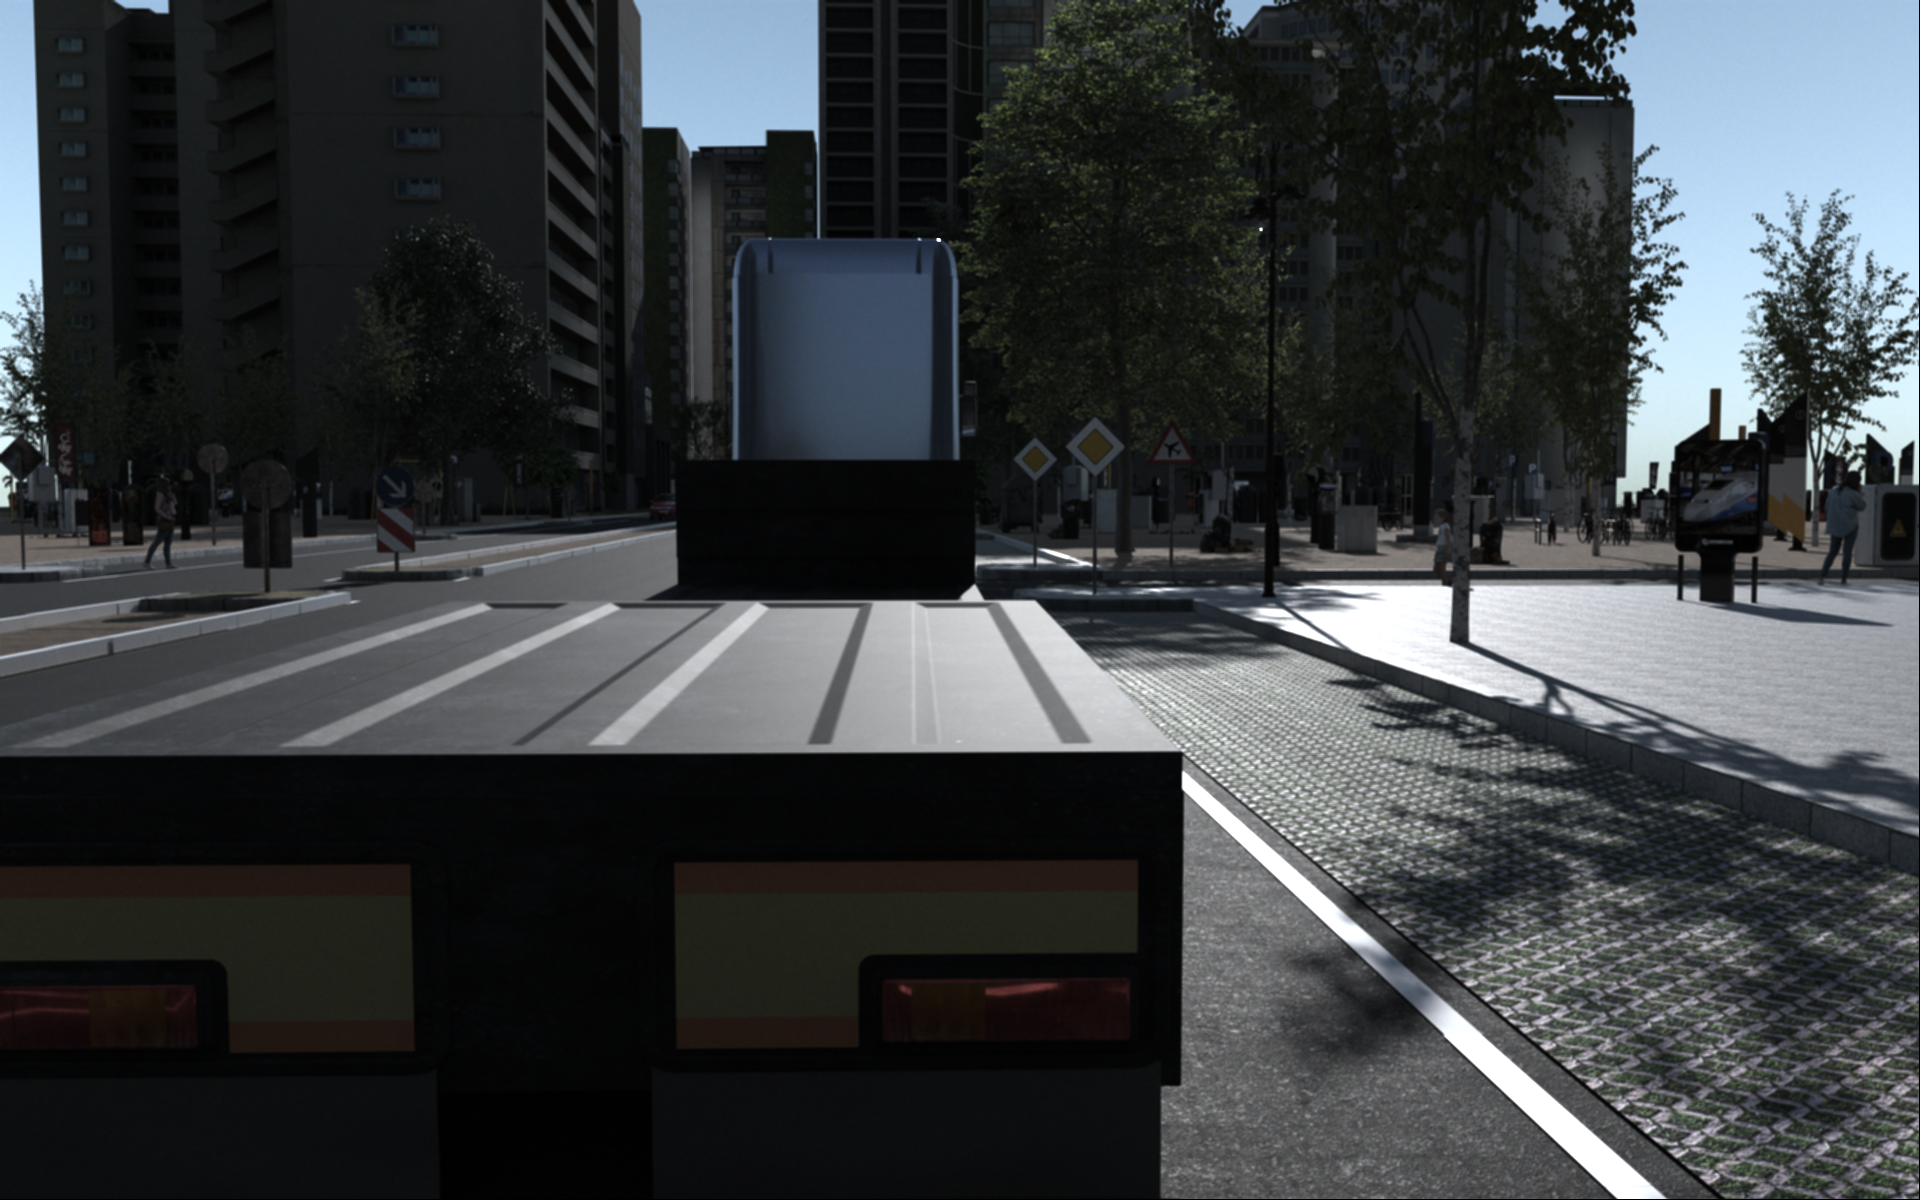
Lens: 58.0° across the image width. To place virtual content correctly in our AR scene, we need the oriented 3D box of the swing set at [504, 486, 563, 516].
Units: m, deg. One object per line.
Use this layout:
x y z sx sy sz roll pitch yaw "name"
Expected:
-25.085 -6.342 101.308 3.119 2.851 2.862 0 4 -2 "swing set"

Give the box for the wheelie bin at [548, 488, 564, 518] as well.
-21.466 -5.162 92.308 0.980 1.594 0.693 -1 4 -15 "wheelie bin"

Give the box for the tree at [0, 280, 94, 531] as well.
-31.195 -6.724 60.295 4.737 8.622 4.395 0 3 0 "tree"

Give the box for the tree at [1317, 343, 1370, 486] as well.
12.959 -7.156 67.357 4.360 8.622 3.978 0 3 0 "tree"

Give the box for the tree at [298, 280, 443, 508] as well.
-20.162 -6.676 59.514 4.360 8.622 3.978 0 3 0 "tree"

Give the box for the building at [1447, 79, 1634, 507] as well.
57.853 -30.035 174.660 14.086 41.232 14.154 0 4 -3 "building"

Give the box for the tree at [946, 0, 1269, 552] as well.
3.252 -7.341 38.153 7.486 12.596 7.792 0 3 0 "tree"

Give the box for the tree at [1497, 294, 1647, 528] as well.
23.132 -6.990 64.647 4.360 8.622 3.978 0 3 0 "tree"

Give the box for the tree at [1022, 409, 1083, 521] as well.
4.510 -8.115 83.042 4.360 8.622 3.978 0 3 0 "tree"

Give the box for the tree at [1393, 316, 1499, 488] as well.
20.964 -7.389 71.168 4.360 8.622 3.978 0 3 0 "tree"

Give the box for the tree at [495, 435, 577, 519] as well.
-22.259 -6.437 88.967 4.285 4.588 4.351 0 3 0 "tree"

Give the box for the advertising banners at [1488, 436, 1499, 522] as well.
16.510 -3.510 53.573 0.090 3.025 2.074 1 4 11 "advertising banners"

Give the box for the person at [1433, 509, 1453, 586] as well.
6.995 -0.693 24.839 0.382 1.210 0.505 0 4 2 "person"

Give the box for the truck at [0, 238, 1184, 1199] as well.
-1.046 -1.392 12.513 2.967 4.110 18.799 0 4 -2 "truck"

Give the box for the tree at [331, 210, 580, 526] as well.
-20.862 -9.383 70.415 9.611 12.733 9.660 0 3 0 "tree"

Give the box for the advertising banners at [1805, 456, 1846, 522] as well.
40.302 -5.183 80.932 0.090 3.025 2.074 -3 5 -39 "advertising banners"

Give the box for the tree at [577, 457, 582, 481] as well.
-22.779 -6.909 96.674 4.285 4.588 4.351 0 3 0 "tree"

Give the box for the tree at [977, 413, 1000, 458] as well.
-0.845 -10.675 108.953 8.767 10.594 7.601 -2 4 -31 "tree"

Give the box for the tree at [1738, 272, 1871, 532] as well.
28.202 -6.608 58.400 4.360 8.622 3.978 0 3 0 "tree"

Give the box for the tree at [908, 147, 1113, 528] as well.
1.789 -9.659 64.584 9.857 13.997 8.962 0 3 0 "tree"

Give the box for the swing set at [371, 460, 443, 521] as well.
-25.800 -5.079 80.666 3.119 2.851 2.862 -2 4 -30 "swing set"

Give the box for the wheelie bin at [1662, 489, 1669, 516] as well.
41.924 -5.840 103.398 0.980 1.594 0.693 -3 5 -43 "wheelie bin"

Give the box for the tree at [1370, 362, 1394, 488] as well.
22.425 -8.611 91.148 4.360 8.622 3.978 0 3 0 "tree"

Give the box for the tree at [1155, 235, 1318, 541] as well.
7.458 -5.964 47.874 4.360 8.622 3.978 0 3 0 "tree"

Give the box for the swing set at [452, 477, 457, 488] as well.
-30.855 -6.427 102.699 2.862 2.851 3.119 0 4 2 "swing set"

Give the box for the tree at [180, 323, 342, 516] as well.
-29.852 -7.578 74.259 4.737 8.622 4.395 0 3 0 "tree"

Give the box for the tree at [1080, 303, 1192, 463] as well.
9.134 -10.200 92.533 9.928 11.665 9.643 0 3 0 "tree"

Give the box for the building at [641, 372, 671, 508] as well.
-44.389 -51.976 162.472 31.000 86.520 22.319 0 4 -3 "building"

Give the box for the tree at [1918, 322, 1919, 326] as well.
21.154 -5.101 33.759 4.360 8.622 3.978 0 3 0 "tree"

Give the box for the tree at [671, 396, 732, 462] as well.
-27.053 -15.660 181.793 9.928 11.665 9.643 0 3 0 "tree"

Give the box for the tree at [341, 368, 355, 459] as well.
-36.853 -9.232 101.312 4.737 8.622 4.395 0 3 0 "tree"

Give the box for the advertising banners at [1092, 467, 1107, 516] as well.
8.151 -6.469 101.952 0.090 3.025 2.074 3 5 41 "advertising banners"

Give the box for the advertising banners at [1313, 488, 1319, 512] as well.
21.868 -6.659 105.062 0.090 3.025 2.074 2 4 25 "advertising banners"

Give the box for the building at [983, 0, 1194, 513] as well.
8.518 -26.895 123.333 14.154 41.232 14.086 0 4 -3 "building"

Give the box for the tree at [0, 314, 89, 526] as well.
-37.544 -7.334 70.277 4.360 8.622 3.978 0 3 0 "tree"

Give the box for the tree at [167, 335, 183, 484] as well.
-35.326 -7.818 78.188 4.737 8.622 4.395 0 3 0 "tree"

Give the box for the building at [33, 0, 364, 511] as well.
-71.042 -33.013 163.461 21.600 48.544 21.300 0 4 -3 "building"

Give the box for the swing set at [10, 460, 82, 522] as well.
-42.265 -5.030 79.866 3.119 2.851 2.862 -2 4 -28 "swing set"

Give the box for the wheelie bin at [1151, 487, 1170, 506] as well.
9.426 -4.490 81.327 0.980 1.594 0.693 -1 4 -10 "wheelie bin"

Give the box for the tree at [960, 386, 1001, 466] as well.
1.019 -9.154 100.036 4.737 8.622 4.395 0 3 0 "tree"

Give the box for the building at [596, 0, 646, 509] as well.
-34.636 -30.357 146.455 14.600 45.320 14.200 0 4 -3 "building"

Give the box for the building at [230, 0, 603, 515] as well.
-36.104 -29.965 113.636 21.300 48.544 21.600 0 4 -3 "building"

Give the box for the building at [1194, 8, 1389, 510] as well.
16.011 -27.579 142.791 32.217 40.220 23.993 0 4 -3 "building"

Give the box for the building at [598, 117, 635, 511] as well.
-33.063 -22.079 132.695 14.160 30.474 14.107 0 4 -3 "building"

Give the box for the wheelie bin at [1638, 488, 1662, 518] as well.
36.874 -5.203 92.979 0.693 1.594 0.980 -1 4 -22 "wheelie bin"

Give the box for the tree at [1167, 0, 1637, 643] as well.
4.170 -3.950 14.939 4.737 8.622 4.395 0 3 0 "tree"

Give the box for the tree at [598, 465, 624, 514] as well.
-22.726 -7.294 113.852 1.663 3.219 1.824 0 3 0 "tree"

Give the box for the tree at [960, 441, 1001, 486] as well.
0.508 -6.613 91.844 4.285 4.588 4.351 0 3 0 "tree"

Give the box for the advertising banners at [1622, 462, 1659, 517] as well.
37.538 -6.077 95.542 0.090 3.025 2.074 -3 5 -40 "advertising banners"

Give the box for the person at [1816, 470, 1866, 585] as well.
13.570 -1.096 26.689 0.793 1.790 0.793 2 4 27 "person"

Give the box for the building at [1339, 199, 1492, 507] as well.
43.803 -24.560 173.251 14.107 30.474 14.160 0 4 -3 "building"

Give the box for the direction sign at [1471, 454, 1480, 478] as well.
28.985 -6.446 97.396 0.876 3.537 0.379 -3 5 -45 "direction sign"

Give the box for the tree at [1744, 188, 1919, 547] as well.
20.956 -5.596 41.851 4.737 8.622 4.395 0 3 0 "tree"

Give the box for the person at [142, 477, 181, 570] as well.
-15.185 -1.456 32.893 0.643 1.750 0.593 -1 4 -16 "person"

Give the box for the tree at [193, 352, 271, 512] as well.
-37.020 -8.488 89.138 4.360 8.622 3.978 0 3 0 "tree"
